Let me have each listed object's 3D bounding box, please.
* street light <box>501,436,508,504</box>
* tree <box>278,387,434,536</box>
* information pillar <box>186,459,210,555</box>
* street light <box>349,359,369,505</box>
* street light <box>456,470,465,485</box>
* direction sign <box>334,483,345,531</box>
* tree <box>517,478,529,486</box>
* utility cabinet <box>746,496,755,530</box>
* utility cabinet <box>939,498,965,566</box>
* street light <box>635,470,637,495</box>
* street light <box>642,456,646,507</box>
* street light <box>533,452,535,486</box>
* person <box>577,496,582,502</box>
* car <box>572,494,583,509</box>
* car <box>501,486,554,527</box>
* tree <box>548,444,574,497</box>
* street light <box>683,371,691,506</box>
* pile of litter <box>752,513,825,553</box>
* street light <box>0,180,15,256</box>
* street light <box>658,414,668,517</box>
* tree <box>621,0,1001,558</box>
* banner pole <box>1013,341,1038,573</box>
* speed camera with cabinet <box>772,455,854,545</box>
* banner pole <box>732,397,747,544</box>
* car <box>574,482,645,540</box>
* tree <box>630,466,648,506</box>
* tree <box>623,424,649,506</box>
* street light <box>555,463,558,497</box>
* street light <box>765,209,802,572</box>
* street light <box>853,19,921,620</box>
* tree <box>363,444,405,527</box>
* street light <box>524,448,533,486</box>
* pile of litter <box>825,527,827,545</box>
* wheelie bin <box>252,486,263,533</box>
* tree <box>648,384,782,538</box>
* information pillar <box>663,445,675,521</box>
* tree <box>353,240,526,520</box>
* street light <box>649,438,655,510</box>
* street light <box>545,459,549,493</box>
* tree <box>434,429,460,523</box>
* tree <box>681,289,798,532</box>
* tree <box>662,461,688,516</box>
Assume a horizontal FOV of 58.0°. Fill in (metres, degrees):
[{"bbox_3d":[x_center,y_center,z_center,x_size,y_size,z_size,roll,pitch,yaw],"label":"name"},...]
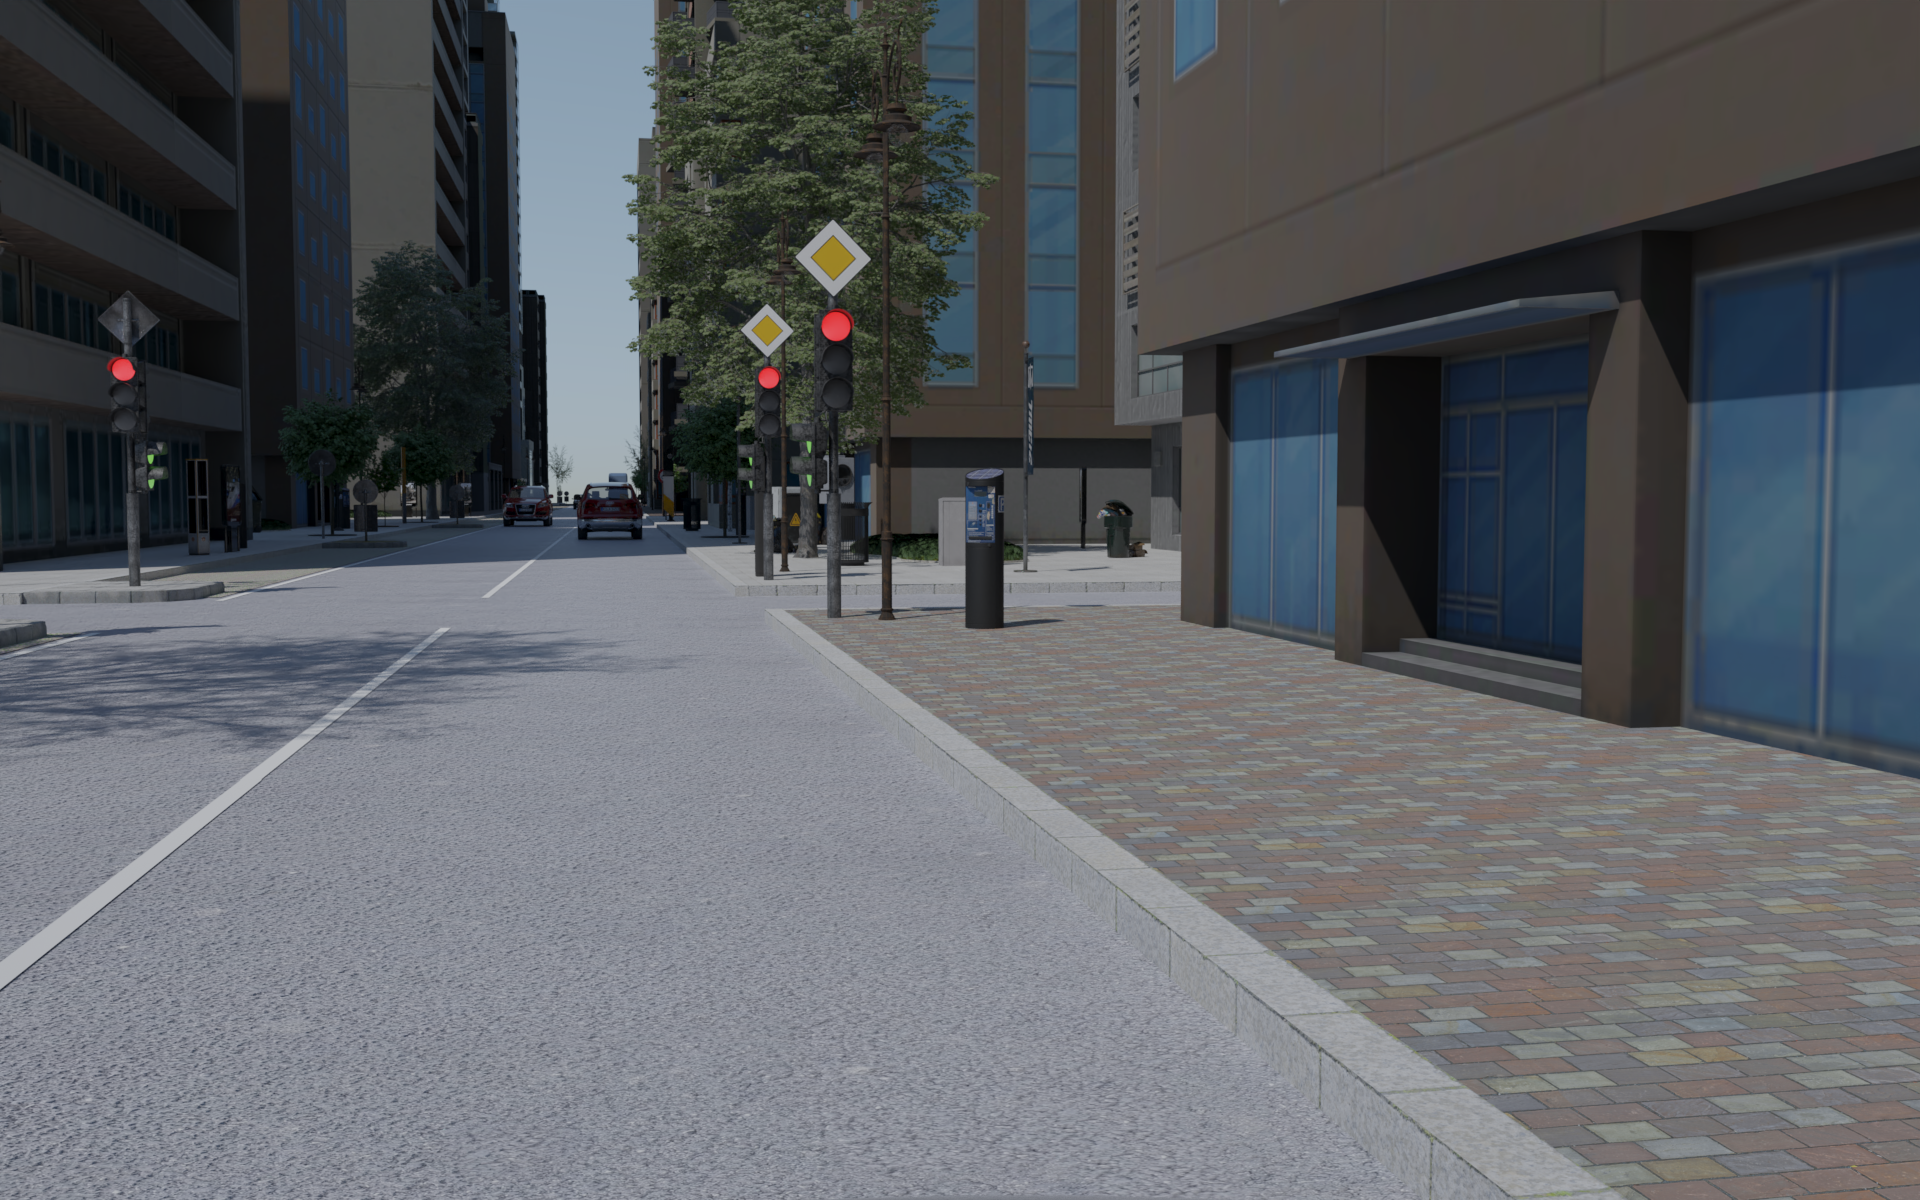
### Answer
[{"bbox_3d":[-35.277,-9.866,134.101,0.468,5.910,1.993,-1,4,-11],"label":"street light"},{"bbox_3d":[-19.370,-4.251,53.215,4.285,4.588,4.351,0,3,0],"label":"tree"},{"bbox_3d":[-15.985,-1.947,36.333,0.304,2.012,0.304,2,4,27],"label":"information pillar"},{"bbox_3d":[-20.539,-5.294,59.345,0.468,5.910,1.993,-1,4,-11],"label":"street light"},{"bbox_3d":[-28.354,-7.716,98.940,0.468,5.910,1.993,-1,4,-11],"label":"street light"},{"bbox_3d":[-21.708,-4.185,60.417,0.379,3.537,0.876,0,4,-3],"label":"direction sign"},{"bbox_3d":[-44.104,-10.923,173.199,1.663,3.219,1.824,0,3,0],"label":"tree"},{"bbox_3d":[-7.562,-3.142,62.532,0.306,1.237,1.020,-1,4,-23],"label":"utility cabinet"},{"bbox_3d":[0.141,-1.219,31.094,1.020,1.237,0.306,-1,4,-16],"label":"utility cabinet"},{"bbox_3d":[-40.944,-15.162,220.689,0.468,5.910,1.993,-1,4,-11],"label":"street light"},{"bbox_3d":[-31.631,-12.273,173.457,0.468,5.910,1.993,-1,4,-11],"label":"street light"},{"bbox_3d":[-44.439,-12.705,180.520,0.468,5.910,1.993,-1,4,-11],"label":"street light"},{"bbox_3d":[-23.823,-6.248,110.660,1.348,1.822,0.705,-1,4,-10],"label":"person"},{"bbox_3d":[-35.539,-9.378,163.123,2.009,1.686,4.222,-1,4,-11],"label":"car"},{"bbox_3d":[-19.474,-4.249,78.140,2.281,1.827,5.304,-1,4,-11],"label":"car"},{"bbox_3d":[-58.673,-18.560,253.812,4.360,8.622,3.978,0,3,0],"label":"tree"},{"bbox_3d":[-10.002,-5.576,63.959,0.468,5.910,1.993,-1,4,-11],"label":"street light"},{"bbox_3d":[-3.936,-1.487,38.277,1.176,0.858,1.719,-2,4,-30],"label":"pile of litter"},{"bbox_3d":[-13.542,-3.132,23.996,0.468,5.910,1.993,-1,4,-11],"label":"street light"},{"bbox_3d":[-17.876,-8.035,104.160,0.468,5.910,1.993,-1,4,-11],"label":"street light"},{"bbox_3d":[-3.097,-7.147,34.976,7.486,12.596,7.792,0,3,0],"label":"tree"},{"bbox_3d":[1.112,-2.331,28.130,0.401,3.779,0.863,-1,4,-9],"label":"banner pole"},{"bbox_3d":[-3.529,-2.863,41.154,2.038,3.252,0.660,-2,4,-33],"label":"speed camera with cabinet"},{"bbox_3d":[-5.750,-3.360,44.955,0.401,3.779,0.863,-1,4,-12],"label":"banner pole"},{"bbox_3d":[-11.362,-2.903,56.139,2.281,1.827,5.304,-1,4,-12],"label":"car"},{"bbox_3d":[-34.477,-12.584,189.463,4.285,4.588,4.351,0,3,0],"label":"tree"},{"bbox_3d":[-32.960,-14.132,181.415,4.360,8.622,3.978,0,3,0],"label":"tree"},{"bbox_3d":[-58.218,-16.968,250.208,0.468,5.910,1.993,-1,4,-11],"label":"street light"},{"bbox_3d":[-2.897,-3.405,28.457,0.468,5.910,1.993,-1,4,-11],"label":"street light"},{"bbox_3d":[-0.745,-2.735,17.506,0.468,5.910,1.993,-1,4,-11],"label":"street light"},{"bbox_3d":[-22.263,-4.444,67.254,1.663,3.219,1.824,0,3,0],"label":"tree"},{"bbox_3d":[-42.134,-11.983,168.712,0.468,5.910,1.993,-1,4,-11],"label":"street light"},{"bbox_3d":[-3.853,-1.820,43.721,1.719,0.858,1.176,-1,4,-15],"label":"pile of litter"},{"bbox_3d":[-23.577,-3.035,57.530,0.693,1.594,0.980,-2,4,-35],"label":"wheelie bin"},{"bbox_3d":[-6.872,-4.123,51.117,4.285,4.588,4.351,0,3,0],"label":"tree"},{"bbox_3d":[-13.740,-5.528,81.732,0.504,3.616,0.183,0,4,2],"label":"information pillar"},{"bbox_3d":[-26.630,-11.029,86.973,9.857,13.997,8.962,0,3,0],"label":"tree"},{"bbox_3d":[-24.667,-10.153,138.789,0.468,5.910,1.993,-1,4,-11],"label":"street light"},{"bbox_3d":[-51.251,-14.823,215.140,0.468,5.910,1.993,-1,4,-11],"label":"street light"},{"bbox_3d":[-24.293,-5.764,77.962,4.285,4.588,4.351,0,3,0],"label":"tree"},{"bbox_3d":[-7.666,-6.644,58.997,4.737,8.622,4.395,0,3,0],"label":"tree"},{"bbox_3d":[-16.731,-6.508,101.008,1.663,3.219,1.824,0,3,0],"label":"tree"}]
